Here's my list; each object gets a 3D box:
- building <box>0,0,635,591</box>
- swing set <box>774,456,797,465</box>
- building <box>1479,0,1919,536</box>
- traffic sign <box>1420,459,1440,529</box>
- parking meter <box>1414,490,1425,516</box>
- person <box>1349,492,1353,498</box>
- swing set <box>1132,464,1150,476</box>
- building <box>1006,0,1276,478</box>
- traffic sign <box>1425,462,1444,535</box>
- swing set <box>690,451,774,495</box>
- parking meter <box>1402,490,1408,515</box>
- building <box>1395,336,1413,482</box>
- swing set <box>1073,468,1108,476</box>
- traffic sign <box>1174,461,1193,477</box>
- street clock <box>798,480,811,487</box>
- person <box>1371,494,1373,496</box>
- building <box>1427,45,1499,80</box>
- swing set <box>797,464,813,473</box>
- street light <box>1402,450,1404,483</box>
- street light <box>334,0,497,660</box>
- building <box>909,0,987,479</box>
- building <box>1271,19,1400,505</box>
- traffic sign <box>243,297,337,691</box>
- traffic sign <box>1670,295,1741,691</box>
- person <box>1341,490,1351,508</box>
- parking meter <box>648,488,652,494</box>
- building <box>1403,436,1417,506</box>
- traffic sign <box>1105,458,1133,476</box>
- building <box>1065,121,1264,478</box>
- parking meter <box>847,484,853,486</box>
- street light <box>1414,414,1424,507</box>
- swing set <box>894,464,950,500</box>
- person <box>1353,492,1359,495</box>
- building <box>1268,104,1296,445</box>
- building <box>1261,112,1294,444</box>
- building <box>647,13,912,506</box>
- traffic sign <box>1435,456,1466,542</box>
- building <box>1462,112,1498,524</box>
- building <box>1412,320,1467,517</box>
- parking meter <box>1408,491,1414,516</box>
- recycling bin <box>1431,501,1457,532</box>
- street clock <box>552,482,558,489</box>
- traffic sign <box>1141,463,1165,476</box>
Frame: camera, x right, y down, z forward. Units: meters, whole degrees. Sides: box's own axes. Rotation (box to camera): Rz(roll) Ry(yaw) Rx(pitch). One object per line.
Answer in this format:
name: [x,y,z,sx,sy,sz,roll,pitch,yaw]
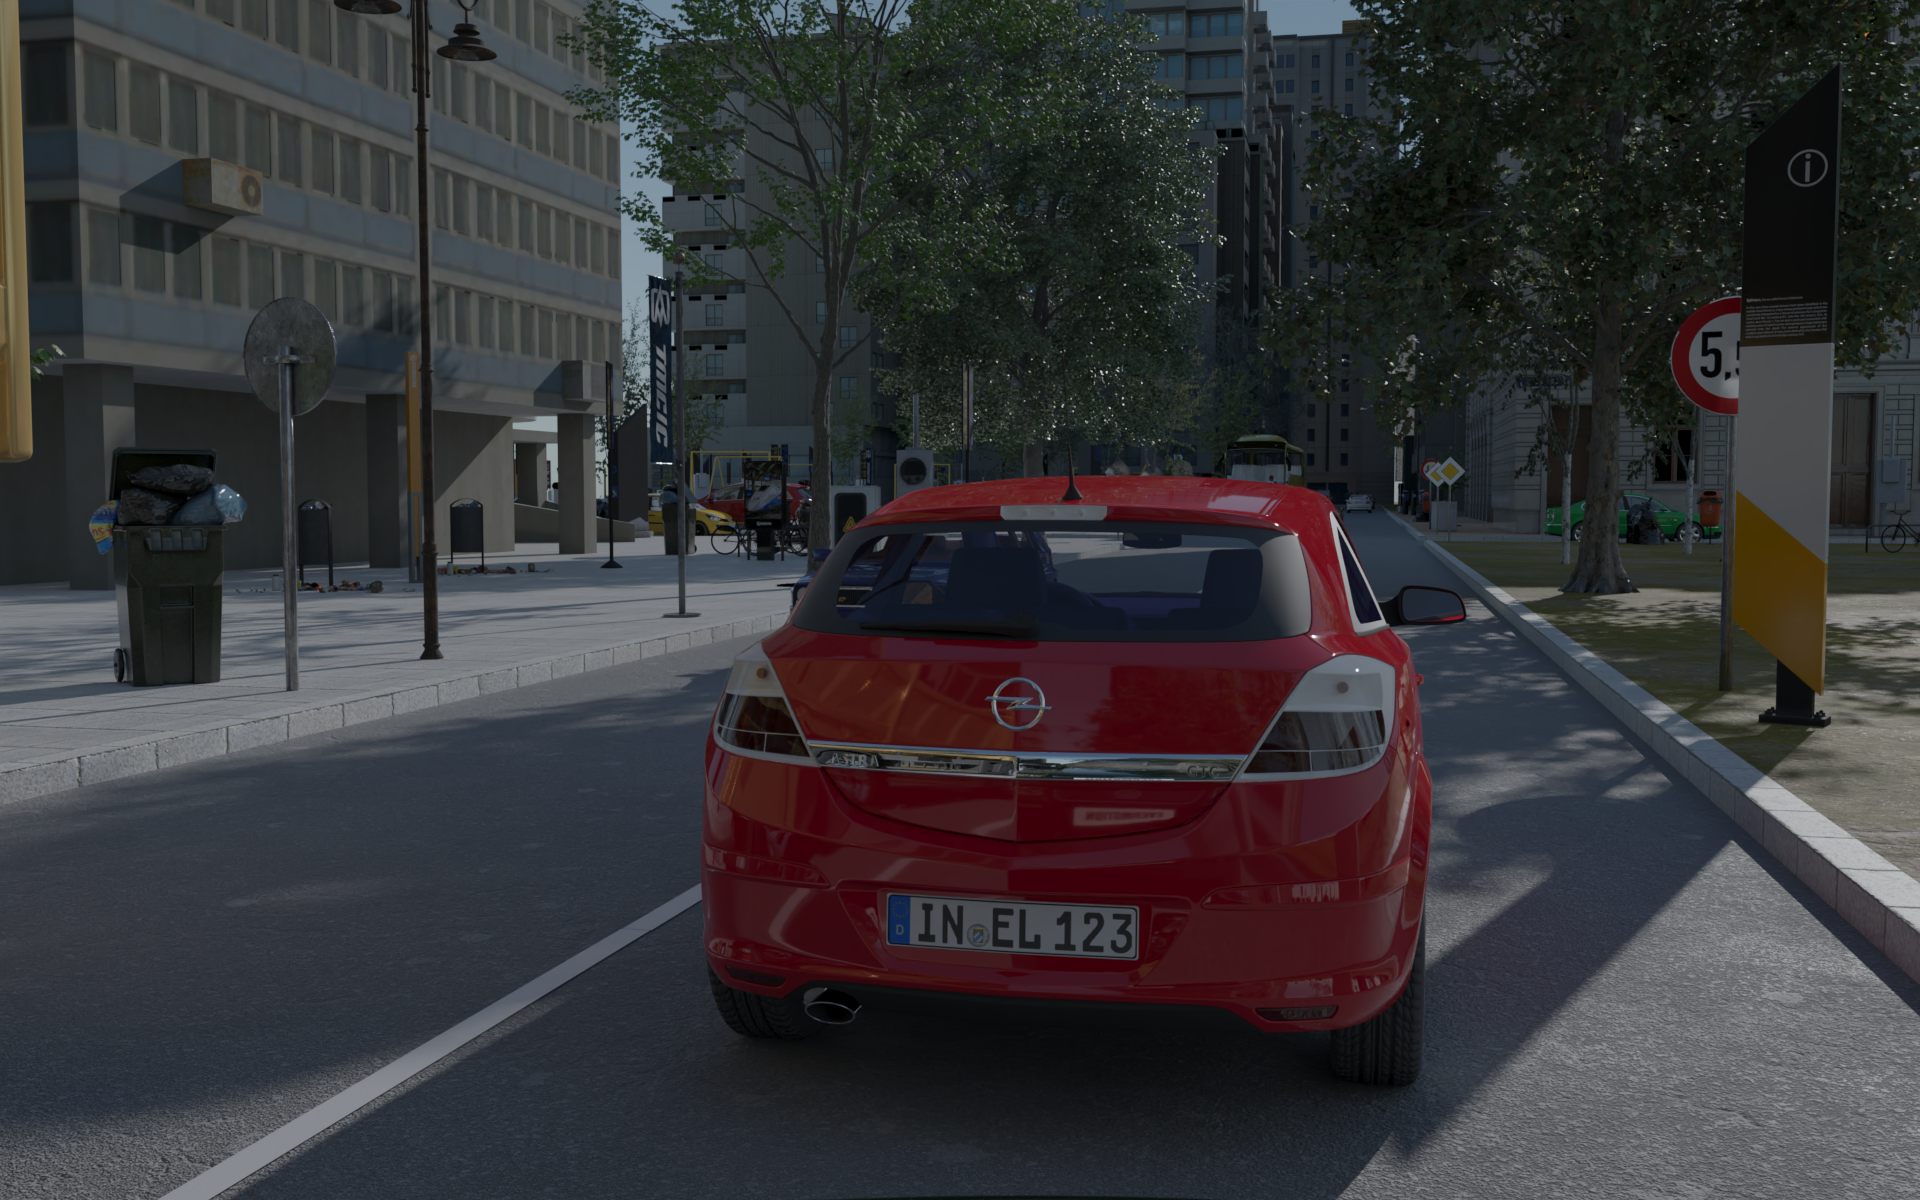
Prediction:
building: [-20.099,-20.884,33.335,23.993,40.220,32.217,1,4,13]
swing set: [-8.858,-4.527,71.644,3.119,2.851,2.862,1,4,16]
building: [28.353,-13.519,57.195,21.152,22.565,11.583,1,4,13]
traffic sign: [17.047,-3.828,62.696,0.768,2.556,0.104,1,4,19]
parking meter: [25.793,-5.407,96.812,0.372,1.533,0.369,0,3,0]
person: [43.467,-11.160,192.430,0.415,1.643,0.593,-3,4,-37]
swing set: [9.794,-5.665,90.236,2.862,2.851,3.119,0,4,7]
building: [17.514,-33.104,160.859,23.786,49.044,30.456,1,4,13]
traffic sign: [14.895,-3.081,54.023,0.795,2.450,0.064,1,4,13]
swing set: [-8.490,-4.015,63.269,3.119,2.851,2.862,0,4,-5]
parking meter: [27.677,-6.067,107.609,0.372,1.533,0.369,0,3,0]
building: [61.237,-32.446,214.089,14.086,41.232,14.154,1,4,13]
swing set: [8.227,-6.400,102.265,3.119,2.851,2.862,0,4,5]
traffic sign: [8.469,-4.030,65.998,0.768,2.556,0.104,1,4,21]
street clock: [-7.908,-5.059,87.284,0.471,2.002,0.358,1,4,11]
person: [40.783,-9.812,172.163,0.421,1.427,0.697,-2,4,-31]
building: [42.710,-27.506,133.322,14.154,41.232,14.086,1,4,13]
swing set: [-8.611,-5.681,90.507,3.119,2.851,2.862,0,4,-6]
street light: [32.185,-9.364,125.887,0.468,5.910,1.993,1,4,13]
street light: [-4.116,-2.479,13.318,0.468,5.910,1.993,1,4,13]
building: [8.884,-40.122,197.990,28.212,58.520,21.231,1,4,13]
building: [41.276,-41.533,221.071,28.212,58.520,21.231,1,4,13]
traffic sign: [-4.359,-0.681,11.233,0.768,2.556,0.104,1,4,22]
traffic sign: [4.997,-0.680,11.229,0.768,2.556,0.104,1,4,22]
person: [40.299,-10.503,180.203,1.348,1.826,0.705,-1,4,-15]
parking meter: [-12.242,-3.639,67.914,0.372,1.533,0.369,0,3,0]
building: [58.447,-53.044,179.933,22.319,86.520,31.000,1,4,13]
traffic sign: [4.418,-2.731,48.288,0.795,2.450,0.064,1,4,13]
building: [16.529,-22.399,137.920,14.160,30.474,14.107,1,4,13]
parking meter: [-6.255,-5.657,98.200,0.399,1.863,0.255,-1,4,-14]
street light: [23.470,-7.091,88.725,0.468,5.910,1.993,1,4,13]
swing set: [-2.083,-5.668,90.294,3.119,2.851,2.862,0,4,-1]
person: [40.497,-10.218,177.034,0.593,1.643,0.415,1,4,13]
building: [30.505,-33.449,197.008,14.200,45.320,14.600,1,4,13]
building: [27.384,-30.461,181.623,14.154,41.232,14.086,1,4,13]
building: [-19.149,-37.392,200.603,27.495,52.752,28.713,1,4,13]
traffic sign: [13.075,-2.606,46.248,0.795,2.450,0.064,1,4,13]
building: [31.415,-14.818,84.073,13.314,21.916,24.055,1,4,13]
building: [36.750,-17.840,110.745,14.314,24.678,30.058,1,4,13]
parking meter: [27.108,-5.809,103.385,0.372,1.533,0.369,0,3,0]
recycling bin: [16.541,-2.852,59.180,0.722,1.027,0.722,0,4,2]
street clock: [-24.400,-6.121,104.645,0.471,2.002,0.358,-2,4,-26]
traffic sign: [6.239,-3.206,56.063,0.795,2.450,0.064,1,4,13]
